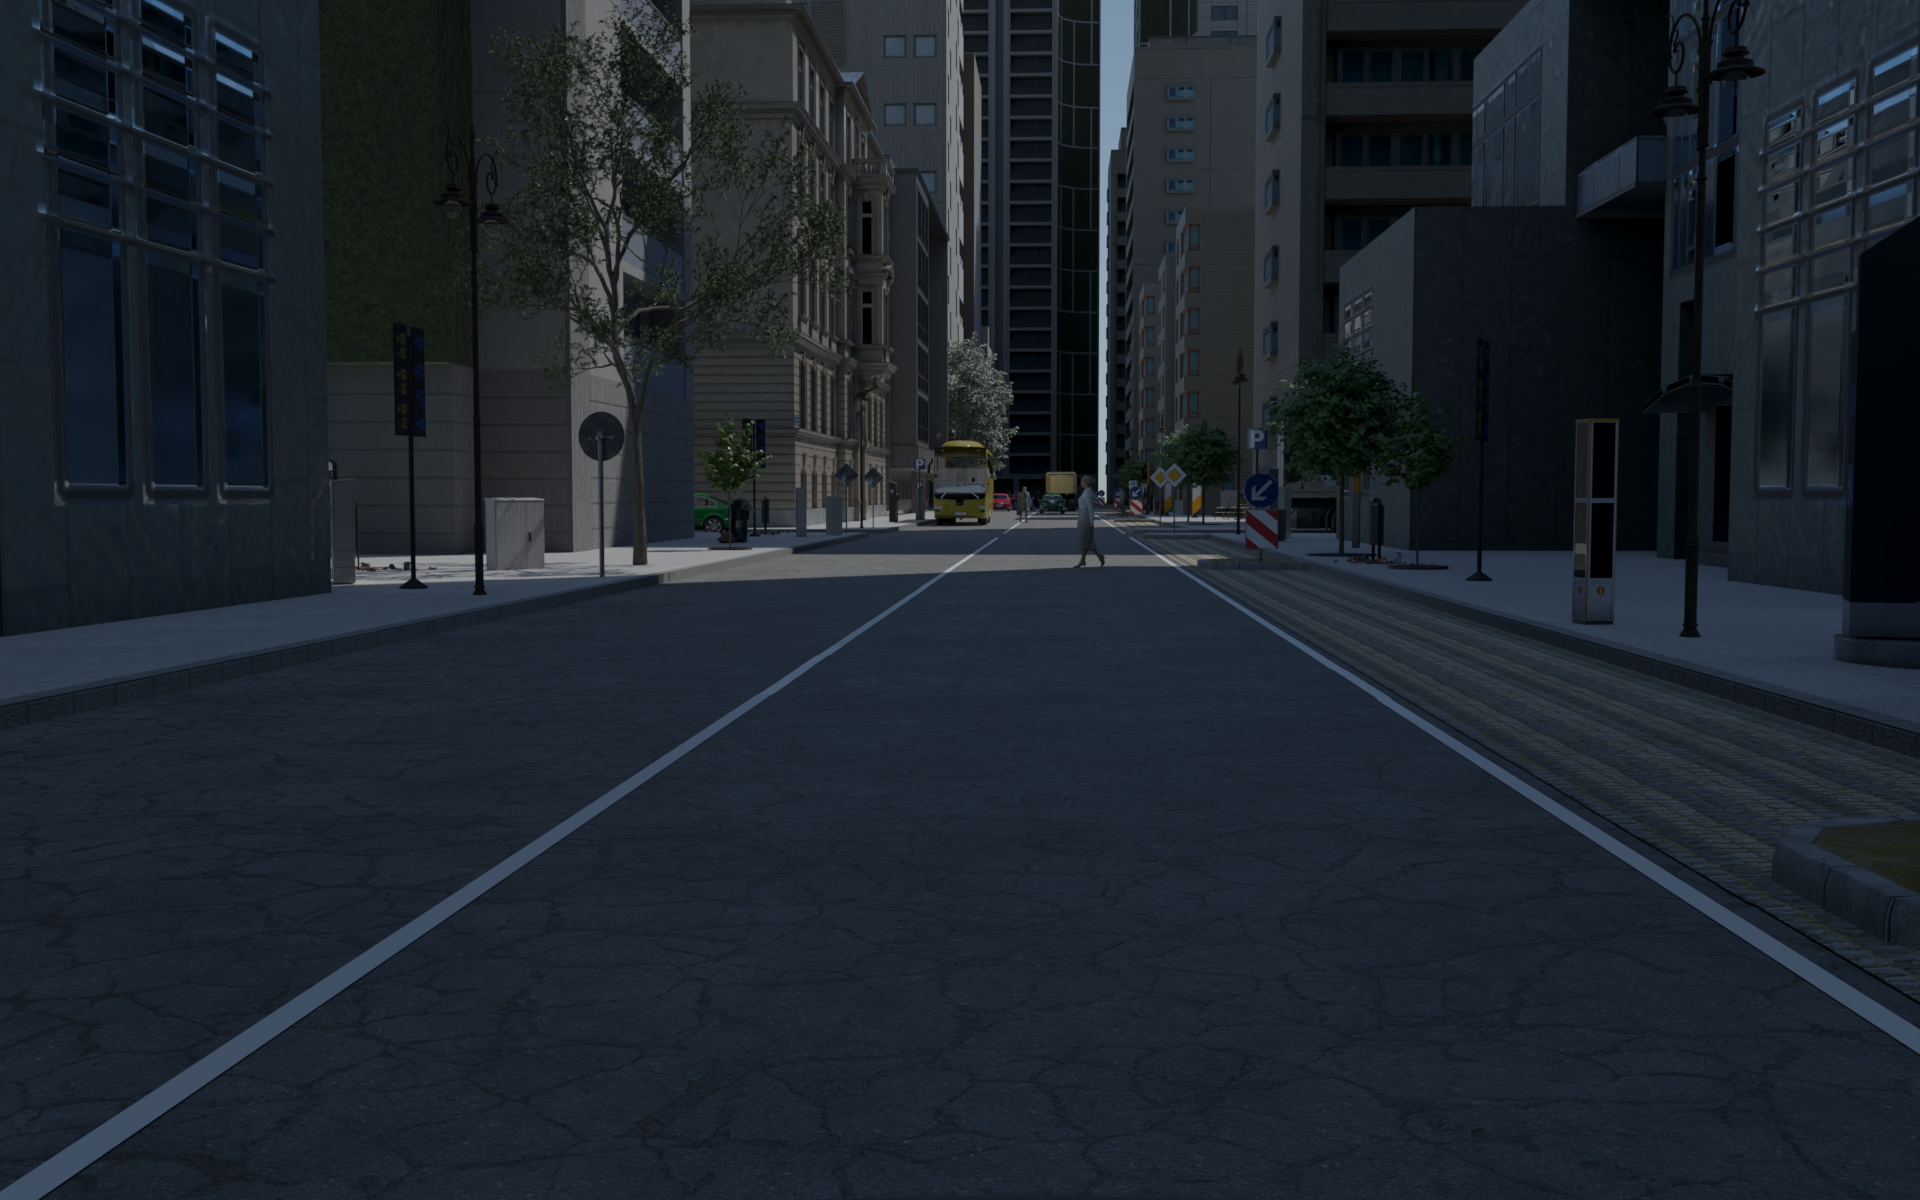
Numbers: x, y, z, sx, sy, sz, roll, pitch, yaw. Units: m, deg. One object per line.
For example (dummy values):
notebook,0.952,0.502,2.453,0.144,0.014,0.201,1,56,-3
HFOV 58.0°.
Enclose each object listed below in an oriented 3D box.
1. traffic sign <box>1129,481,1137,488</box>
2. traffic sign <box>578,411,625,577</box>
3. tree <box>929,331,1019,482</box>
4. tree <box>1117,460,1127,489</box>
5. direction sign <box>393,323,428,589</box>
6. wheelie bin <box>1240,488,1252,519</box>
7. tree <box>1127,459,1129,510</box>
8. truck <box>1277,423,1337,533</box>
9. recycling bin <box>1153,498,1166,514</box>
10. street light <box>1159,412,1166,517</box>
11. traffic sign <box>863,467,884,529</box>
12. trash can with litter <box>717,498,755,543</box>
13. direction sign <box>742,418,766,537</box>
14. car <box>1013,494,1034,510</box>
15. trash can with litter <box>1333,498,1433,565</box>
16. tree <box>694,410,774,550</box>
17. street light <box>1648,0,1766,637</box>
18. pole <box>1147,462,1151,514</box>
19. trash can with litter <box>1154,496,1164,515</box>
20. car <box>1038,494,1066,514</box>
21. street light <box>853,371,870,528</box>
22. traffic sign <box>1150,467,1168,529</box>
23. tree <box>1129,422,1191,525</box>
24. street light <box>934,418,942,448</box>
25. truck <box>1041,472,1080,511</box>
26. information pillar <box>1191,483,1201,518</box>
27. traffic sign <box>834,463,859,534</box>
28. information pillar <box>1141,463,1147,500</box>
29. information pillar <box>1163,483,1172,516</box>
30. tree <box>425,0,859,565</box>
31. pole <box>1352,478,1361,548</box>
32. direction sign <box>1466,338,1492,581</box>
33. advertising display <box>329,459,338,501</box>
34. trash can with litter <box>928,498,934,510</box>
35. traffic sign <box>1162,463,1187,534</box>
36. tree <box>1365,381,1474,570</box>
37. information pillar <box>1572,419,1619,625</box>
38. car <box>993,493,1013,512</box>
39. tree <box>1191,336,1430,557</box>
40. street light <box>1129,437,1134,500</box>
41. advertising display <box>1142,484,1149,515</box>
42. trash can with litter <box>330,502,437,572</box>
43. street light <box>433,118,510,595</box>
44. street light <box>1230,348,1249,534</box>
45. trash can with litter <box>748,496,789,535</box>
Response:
traffic sign,13.222,-7.966,132.381,0.606,2.300,0.079,1,4,11
traffic sign,-5.542,-1.629,26.742,0.768,2.556,0.104,1,4,13
tree,-0.295,-13.965,134.990,9.857,13.997,8.962,0,3,0
tree,14.444,-9.602,140.704,4.285,4.588,4.351,0,3,0
direction sign,-7.421,-1.922,23.420,0.379,3.537,0.876,0,4,7
wheelie bin,14.778,-5.003,89.714,0.693,1.594,0.980,-3,5,-44
tree,10.342,-5.825,78.950,4.285,4.588,4.351,0,3,0
truck,16.674,-4.322,59.576,11.283,4.237,2.839,0,4,5
recycling bin,12.742,-5.954,109.909,0.722,1.027,0.722,-2,4,-26
street light,11.466,-7.676,98.293,0.468,5.910,1.993,0,4,3
traffic sign,-3.220,-3.707,64.249,0.795,2.450,0.064,0,4,3
trash can with litter,-5.886,-2.082,45.435,0.624,1.170,1.055,2,4,24
direction sign,-6.197,-3.680,52.159,0.379,3.537,0.876,3,5,43
car,5.674,-8.909,155.246,1.945,1.707,3.694,0,4,3
trash can with litter,7.816,-1.306,32.413,1.678,1.210,2.233,0,4,1
tree,-5.397,-2.772,39.929,1.663,3.219,1.824,0,3,0
street light,6.565,-2.606,15.398,0.468,5.910,1.993,0,4,3
pole,12.192,-7.212,111.757,0.158,3.312,0.155,0,3,0
trash can with litter,12.192,-5.788,106.013,0.624,1.170,1.055,0,4,2
car,6.834,-7.137,128.485,2.131,1.459,4.920,0,4,2
street light,-3.692,-5.631,64.861,0.468,5.910,1.993,0,4,3
traffic sign,7.355,-3.667,63.605,0.795,2.450,0.064,0,4,3
tree,10.218,-5.405,72.089,4.285,4.588,4.351,0,3,0
street light,-1.342,-8.058,104.533,0.468,5.910,1.993,0,4,3
truck,8.755,-9.432,150.136,3.469,3.379,9.791,0,4,3
information pillar,12.770,-6.245,93.463,0.504,3.616,0.183,-1,4,-17
traffic sign,-3.691,-3.219,56.278,0.795,2.450,0.064,0,4,3
information pillar,13.818,-8.457,129.624,0.504,3.616,0.183,-1,4,-19
information pillar,12.136,-6.702,100.932,0.504,3.616,0.183,-3,5,-39
tree,-5.683,-5.926,31.300,8.767,10.594,7.601,1,4,12
pole,9.398,-2.885,41.010,0.158,3.312,0.155,0,3,0
direction sign,7.684,-2.051,25.532,0.379,3.537,0.876,2,4,27
advertising display,-12.107,-1.662,32.393,0.974,1.923,0.123,1,4,10
trash can with litter,-2.149,-7.720,137.286,2.233,1.210,1.678,3,4,37
traffic sign,6.883,-3.180,55.634,0.795,2.450,0.064,0,4,3
tree,7.750,-2.150,29.760,1.663,3.219,1.824,0,3,0
information pillar,6.258,-0.769,17.069,0.304,2.012,0.304,0,4,-7
car,3.299,-8.211,143.284,2.155,1.783,4.494,0,4,3
tree,7.911,-3.203,36.081,4.285,4.588,4.351,0,3,0
street light,13.645,-10.074,137.505,0.468,5.910,1.993,0,4,3
advertising display,11.438,-6.212,106.772,0.123,1.923,0.974,-1,4,-14
trash can with litter,-9.960,-1.098,29.004,2.233,1.210,1.678,0,4,-8
street light,-6.111,-3.001,21.857,0.468,5.910,1.993,0,4,3
street light,8.850,-5.023,54.914,0.468,5.910,1.993,0,4,3
trash can with litter,-6.275,-2.690,55.033,1.678,1.210,2.233,-1,4,-9
